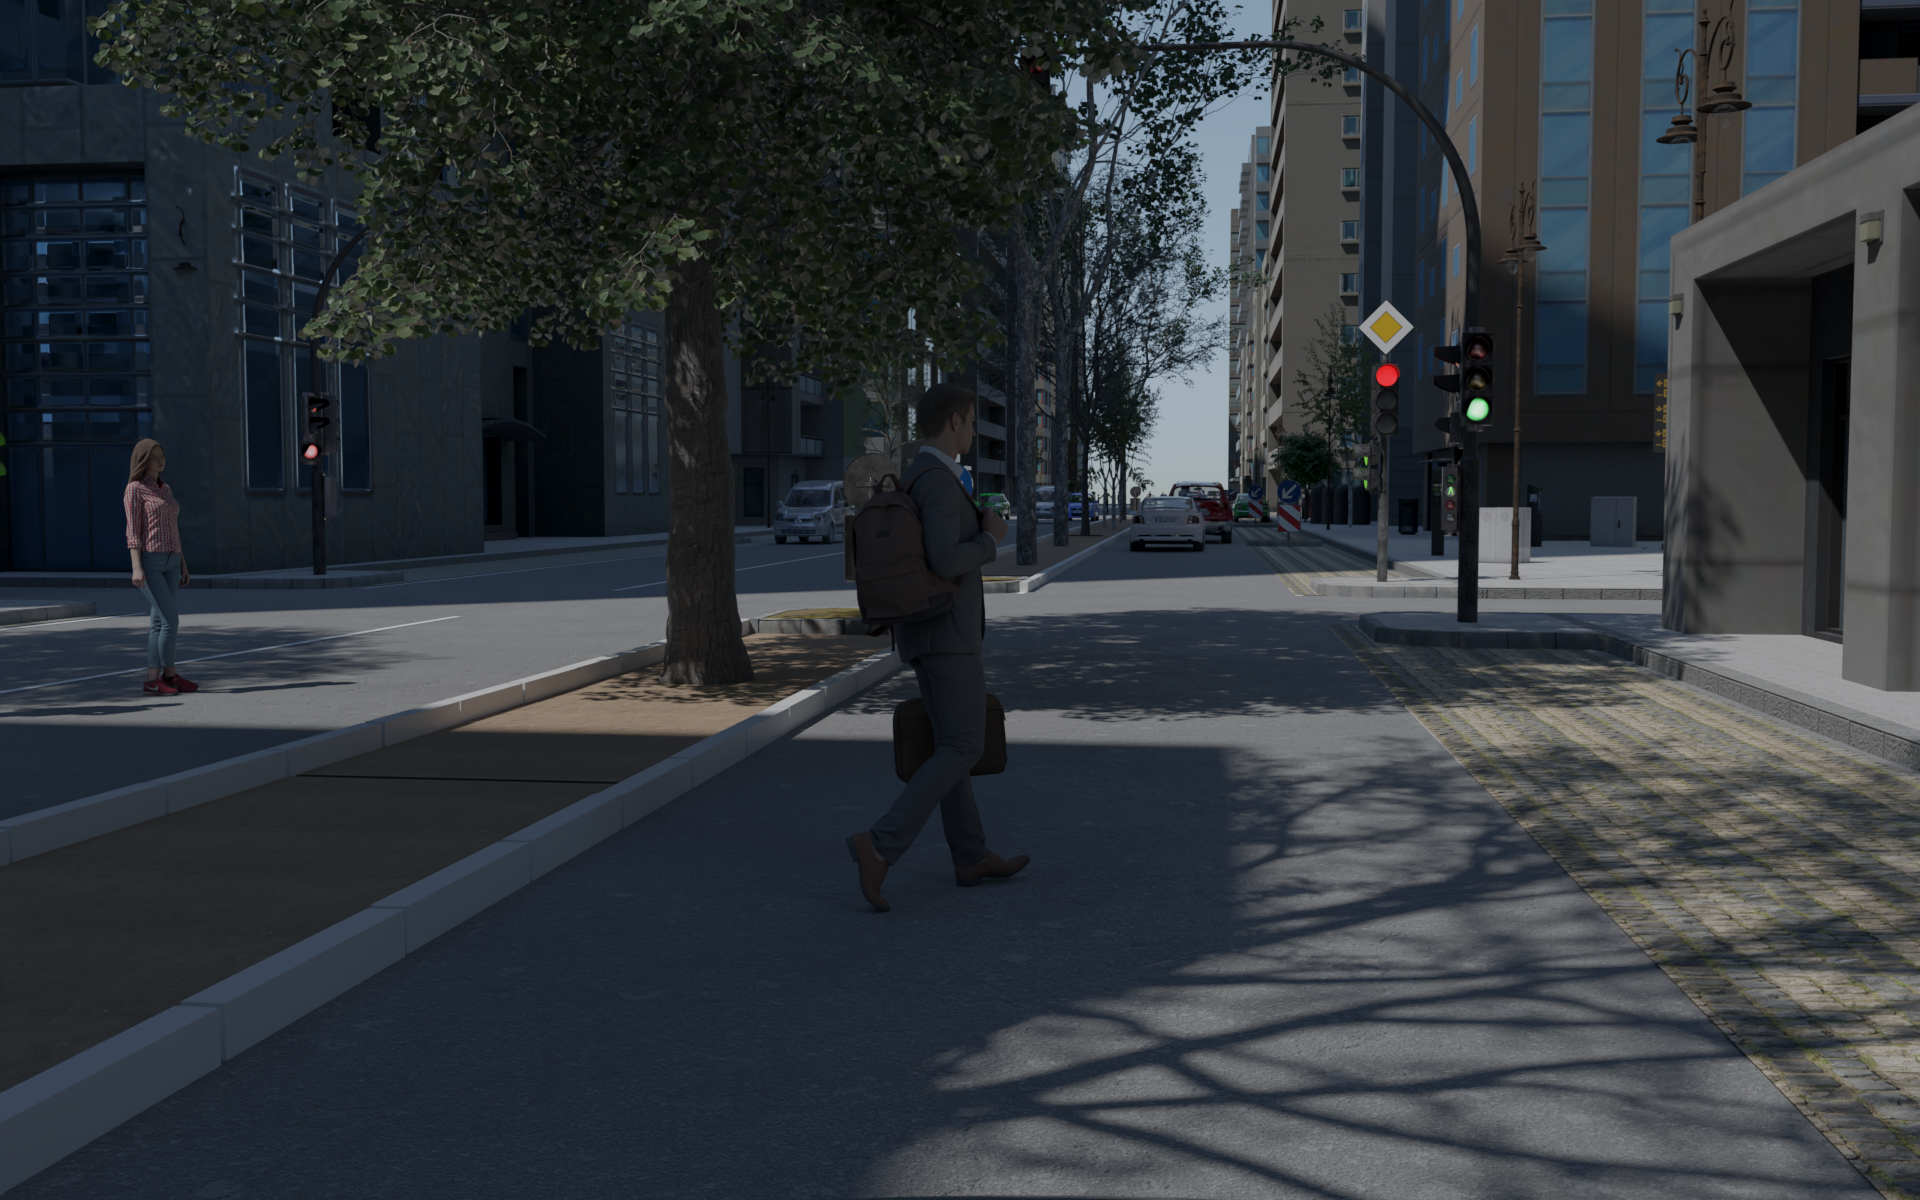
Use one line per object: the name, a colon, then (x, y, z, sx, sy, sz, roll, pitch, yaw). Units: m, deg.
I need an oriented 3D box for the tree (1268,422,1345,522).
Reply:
tree: (15.746, -5.833, 79.076, 4.285, 4.588, 4.351, 0, 3, 0)

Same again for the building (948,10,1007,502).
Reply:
building: (-7.816, -31.845, 144.362, 21.300, 48.544, 21.600, 0, 4, 8)

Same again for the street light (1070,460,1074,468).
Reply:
street light: (14.393, -15.263, 222.335, 0.468, 5.910, 1.993, 0, 4, 8)

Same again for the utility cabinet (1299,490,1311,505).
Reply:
utility cabinet: (19.587, -5.433, 97.504, 1.173, 1.500, 0.318, 2, 4, 27)

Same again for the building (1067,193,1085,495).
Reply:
building: (10.533, -36.620, 248.840, 14.600, 45.320, 14.200, 0, 4, 8)

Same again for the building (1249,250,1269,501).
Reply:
building: (37.280, -17.741, 135.097, 27.650, 21.520, 28.899, 0, 4, 8)

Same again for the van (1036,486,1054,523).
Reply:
van: (4.208, -4.720, 84.186, 2.013, 2.044, 4.112, 1, 4, 9)

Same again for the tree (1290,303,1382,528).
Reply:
tree: (14.806, -7.066, 65.887, 4.737, 8.622, 4.395, 0, 3, 0)

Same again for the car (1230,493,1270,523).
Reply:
car: (14.687, -4.825, 87.678, 1.959, 1.807, 4.718, 0, 4, 6)

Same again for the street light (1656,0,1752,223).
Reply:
street light: (7.083, -2.683, 16.648, 0.468, 5.910, 1.993, 0, 4, 8)

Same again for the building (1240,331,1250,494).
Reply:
building: (46.127, -21.465, 195.986, 27.650, 21.520, 28.899, 0, 4, 8)

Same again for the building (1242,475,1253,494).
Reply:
building: (42.770, -28.657, 160.419, 32.217, 40.220, 23.993, 0, 4, 8)

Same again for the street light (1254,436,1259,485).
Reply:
street light: (23.717, -10.149, 138.721, 0.468, 5.910, 1.993, 0, 4, 8)

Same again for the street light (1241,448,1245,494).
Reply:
street light: (30.134, -12.950, 184.515, 0.468, 5.910, 1.993, 0, 4, 8)

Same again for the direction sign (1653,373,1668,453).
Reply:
direction sign: (13.403, -2.467, 32.326, 0.876, 3.537, 0.379, 2, 4, 29)

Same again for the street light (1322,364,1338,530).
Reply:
street light: (13.213, -5.455, 61.969, 0.468, 5.910, 1.993, 0, 4, 8)

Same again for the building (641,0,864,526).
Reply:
building: (-12.191, -23.794, 72.634, 14.154, 41.232, 14.086, 0, 4, 8)

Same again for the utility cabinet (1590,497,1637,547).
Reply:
utility cabinet: (15.886, -1.894, 42.124, 1.020, 1.237, 0.306, 3, 5, 41)

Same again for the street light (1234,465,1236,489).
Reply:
street light: (34.995, -15.163, 220.696, 0.468, 5.910, 1.993, 0, 4, 8)

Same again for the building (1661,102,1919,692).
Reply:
building: (15.467, -34.537, 2.938, 20.563, 71.187, 20.611, 0, 4, 8)

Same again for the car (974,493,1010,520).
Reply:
car: (1.719, -5.349, 96.256, 1.959, 1.807, 4.718, 1, 4, 9)

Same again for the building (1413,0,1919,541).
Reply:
building: (21.878, -24.584, 52.068, 14.600, 45.320, 14.200, 0, 4, 8)

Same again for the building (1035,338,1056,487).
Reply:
building: (-2.729, -21.790, 201.302, 27.650, 21.520, 28.899, 0, 4, 8)

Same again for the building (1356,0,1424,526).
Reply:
building: (29.445, -32.909, 80.056, 21.231, 58.520, 28.212, 0, 4, 8)

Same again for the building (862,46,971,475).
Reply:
building: (-12.103, -30.495, 118.205, 23.786, 49.044, 30.456, 0, 4, 8)

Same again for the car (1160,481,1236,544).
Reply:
car: (7.097, -2.633, 51.718, 2.281, 1.827, 5.304, 1, 4, 8)

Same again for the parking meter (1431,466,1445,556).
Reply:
parking meter: (9.972, -1.859, 36.110, 0.255, 1.863, 0.399, 1, 4, 14)

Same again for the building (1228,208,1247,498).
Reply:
building: (45.713, -34.567, 248.763, 14.154, 41.232, 14.086, 0, 4, 8)

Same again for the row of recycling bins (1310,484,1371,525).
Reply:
row of recycling bins: (16.062, -4.046, 73.271, 1.069, 1.692, 3.534, -2, 4, -26)

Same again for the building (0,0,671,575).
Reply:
building: (-20.774, -44.586, 41.652, 22.319, 86.520, 31.000, 0, 4, 8)

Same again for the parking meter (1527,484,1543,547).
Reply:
parking meter: (13.944, -2.057, 42.039, 0.372, 1.533, 0.369, 0, 3, 0)

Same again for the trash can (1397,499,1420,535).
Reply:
trash can: (14.137, -2.628, 54.614, 0.748, 1.137, 0.748, 0, 3, 0)

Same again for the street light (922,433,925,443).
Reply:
street light: (-1.777, -8.012, 103.778, 0.468, 5.910, 1.993, 0, 4, 8)

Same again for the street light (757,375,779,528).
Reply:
street light: (-7.238, -5.666, 65.424, 0.468, 5.910, 1.993, 0, 4, 8)

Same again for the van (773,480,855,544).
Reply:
van: (-4.248, -2.679, 50.814, 2.013, 2.044, 4.112, 1, 4, 9)

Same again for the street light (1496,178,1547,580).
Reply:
street light: (8.316, -3.242, 25.792, 0.468, 5.910, 1.993, 0, 4, 8)

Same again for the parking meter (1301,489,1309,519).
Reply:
parking meter: (17.577, -4.879, 88.185, 0.372, 1.533, 0.369, 0, 3, 0)

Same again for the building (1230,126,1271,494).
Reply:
building: (47.598, -37.078, 225.832, 23.786, 49.044, 30.456, 0, 4, 8)

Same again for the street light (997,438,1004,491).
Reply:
street light: (3.259, -10.264, 140.609, 0.468, 5.910, 1.993, 0, 4, 8)

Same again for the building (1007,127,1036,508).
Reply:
building: (-0.496, -29.302, 162.681, 14.154, 41.232, 14.086, 0, 4, 8)

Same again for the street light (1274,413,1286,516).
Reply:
street light: (18.841, -7.936, 102.541, 0.468, 5.910, 1.993, 0, 4, 8)

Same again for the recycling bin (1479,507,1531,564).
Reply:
recycling bin: (10.150, -1.206, 32.273, 0.722, 1.027, 0.722, 3, 5, 43)

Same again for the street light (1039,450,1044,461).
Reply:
street light: (8.277, -12.478, 176.801, 0.468, 5.910, 1.993, 0, 4, 8)

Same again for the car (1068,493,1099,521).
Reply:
car: (6.460, -5.056, 92.256, 1.945, 1.707, 3.694, 1, 4, 10)

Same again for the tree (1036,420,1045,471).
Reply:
tree: (6.705, -13.600, 172.724, 4.737, 8.622, 4.395, 0, 3, 0)

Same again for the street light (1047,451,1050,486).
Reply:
street light: (9.517, -13.050, 186.155, 0.468, 5.910, 1.993, 0, 4, 8)

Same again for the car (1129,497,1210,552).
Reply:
car: (5.373, -1.972, 44.612, 2.083, 1.381, 4.827, 1, 4, 9)

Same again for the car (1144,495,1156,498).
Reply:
car: (27.363, -14.408, 248.157, 1.945, 1.354, 3.894, 1, 4, 8)

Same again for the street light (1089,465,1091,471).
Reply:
street light: (19.396, -17.487, 258.695, 0.468, 5.910, 1.993, 0, 4, 8)

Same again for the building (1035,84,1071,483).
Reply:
building: (0.449, -39.128, 228.985, 28.713, 52.752, 27.495, 0, 4, 8)

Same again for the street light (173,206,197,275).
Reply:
street light: (-12.067, -3.385, 28.133, 0.468, 5.910, 1.993, 0, 4, 8)

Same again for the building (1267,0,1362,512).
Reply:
building: (30.887, -29.720, 109.626, 21.300, 48.544, 21.600, 0, 4, 8)
